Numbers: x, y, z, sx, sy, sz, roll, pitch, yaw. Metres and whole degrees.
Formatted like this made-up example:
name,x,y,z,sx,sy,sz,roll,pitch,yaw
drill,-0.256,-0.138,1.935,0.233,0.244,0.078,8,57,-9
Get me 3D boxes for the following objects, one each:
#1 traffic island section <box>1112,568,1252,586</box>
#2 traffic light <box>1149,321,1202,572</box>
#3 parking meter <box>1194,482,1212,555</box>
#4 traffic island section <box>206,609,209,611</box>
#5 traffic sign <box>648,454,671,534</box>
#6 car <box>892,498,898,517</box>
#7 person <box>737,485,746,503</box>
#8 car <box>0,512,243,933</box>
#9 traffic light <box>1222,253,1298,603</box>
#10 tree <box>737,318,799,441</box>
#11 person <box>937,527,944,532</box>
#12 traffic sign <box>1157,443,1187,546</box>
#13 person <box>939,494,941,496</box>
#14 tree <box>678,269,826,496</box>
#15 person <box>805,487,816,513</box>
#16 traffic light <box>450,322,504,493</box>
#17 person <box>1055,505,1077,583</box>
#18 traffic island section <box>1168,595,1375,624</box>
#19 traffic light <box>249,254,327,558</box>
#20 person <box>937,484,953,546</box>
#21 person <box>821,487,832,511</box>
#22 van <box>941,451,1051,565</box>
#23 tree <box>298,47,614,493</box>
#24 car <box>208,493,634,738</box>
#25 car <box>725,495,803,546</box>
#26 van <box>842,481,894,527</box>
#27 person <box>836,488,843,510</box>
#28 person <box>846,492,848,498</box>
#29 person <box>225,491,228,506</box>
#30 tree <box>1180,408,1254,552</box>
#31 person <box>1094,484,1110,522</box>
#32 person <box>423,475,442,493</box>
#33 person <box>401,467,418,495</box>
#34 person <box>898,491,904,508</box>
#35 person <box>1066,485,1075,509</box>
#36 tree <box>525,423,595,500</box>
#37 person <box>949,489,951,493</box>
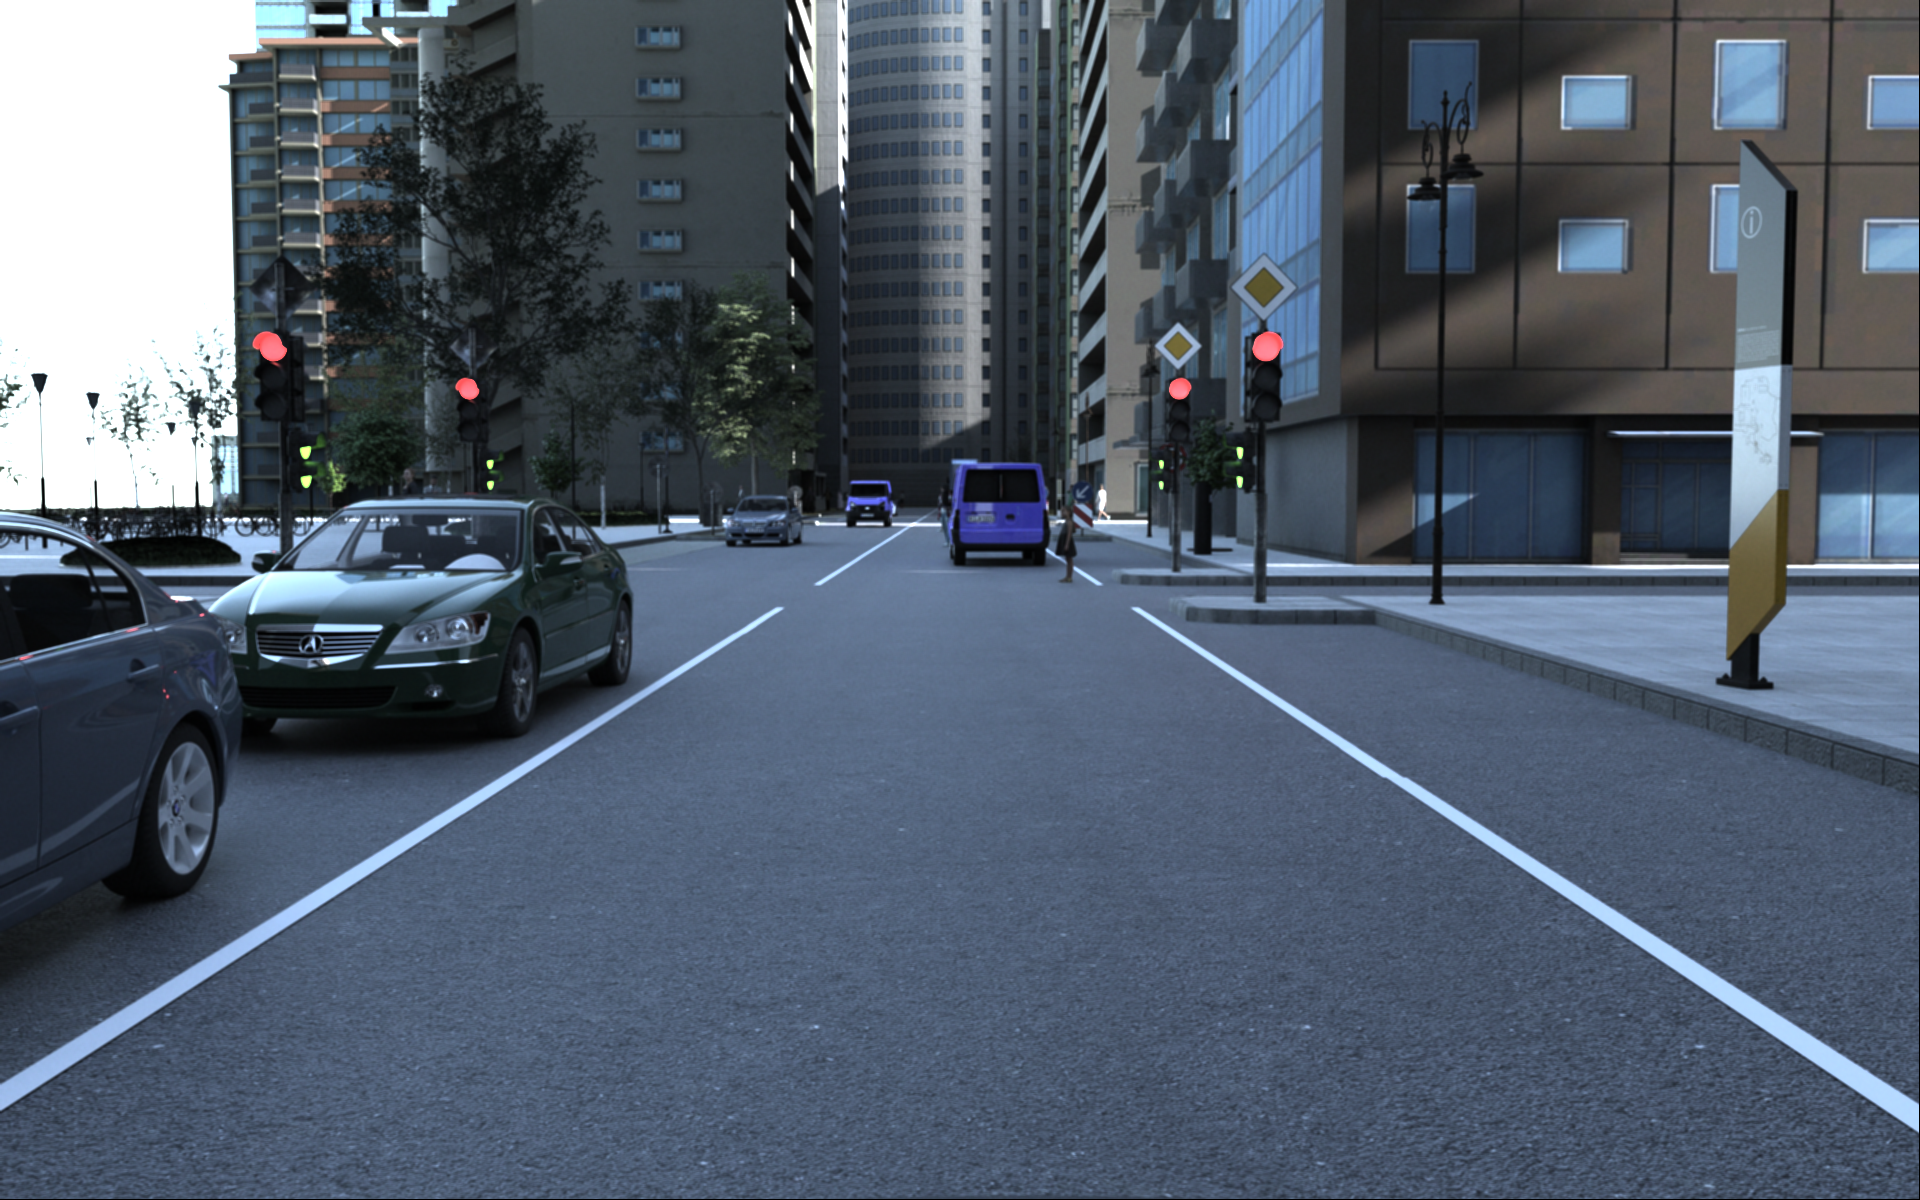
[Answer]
name,x,y,z,sx,sy,sz,roll,pitch,yaw
traffic island section,3.574,-0.379,28.474,2.009,0.180,2.903,0,3,0
traffic light,3.534,-2.412,28.360,0.839,4.253,0.868,0,3,0
parking meter,5.143,-1.728,36.659,0.372,1.533,0.369,0,3,0
traffic island section,-7.973,0.109,20.502,2.009,0.180,2.903,0,3,0
traffic sign,-9.630,-3.387,55.485,0.768,2.556,0.104,0,4,7
car,-4.933,-6.080,111.407,2.014,1.417,4.499,0,4,1
person,-12.472,-5.641,98.664,0.834,1.777,0.661,-3,4,-37
car,-3.598,0.433,4.920,2.014,1.417,4.499,0,4,-1
traffic light,3.528,-1.924,20.375,0.839,4.253,0.868,0,3,0
tree,-11.011,-8.549,74.192,8.767,10.594,7.601,0,3,0
person,-0.501,-3.477,66.106,0.760,1.731,0.466,-1,4,-21
traffic sign,5.254,-2.627,43.058,0.768,2.556,0.104,0,4,0
person,-1.477,-7.922,139.499,0.415,1.643,0.593,2,4,32
tree,-10.853,-10.398,88.131,7.486,12.596,7.792,0,3,0
person,-9.924,-6.649,115.307,0.434,1.755,0.990,3,5,42
traffic light,-7.928,-2.412,28.353,0.839,4.253,0.868,0,3,0
person,1.707,-0.907,28.005,0.373,1.253,0.362,0,4,-7
traffic island section,3.568,0.110,20.489,2.009,0.180,2.903,0,3,0
traffic light,-7.933,-1.923,20.368,0.839,4.253,0.868,0,3,0
person,-0.353,-2.347,47.717,0.563,1.720,0.643,3,5,40
person,-10.087,-7.684,131.767,0.705,1.812,1.348,-3,5,-40
van,0.750,-1.963,36.487,2.240,2.365,5.245,0,4,-1
tree,-10.545,-6.294,37.322,8.767,10.594,7.601,1,4,18
car,-3.459,0.005,11.717,2.131,1.459,4.920,0,4,1
car,-5.493,-2.262,48.988,2.014,1.417,4.499,0,4,2
van,-4.004,-4.427,76.770,2.240,2.365,5.245,0,4,-1
person,-9.625,-8.093,139.037,0.621,1.740,0.551,2,4,31
person,-9.708,-8.727,151.914,0.799,1.438,0.628,1,4,12
person,-78.055,-10.687,184.176,0.436,1.711,0.756,-2,4,-24
tree,5.612,-2.707,38.862,1.663,3.219,1.824,0,3,0
person,6.470,-4.407,78.845,0.760,1.731,0.466,1,4,18
person,-14.478,-2.530,47.584,0.511,1.800,0.466,-2,4,-26
person,-10.134,-1.566,32.065,0.576,1.772,0.534,3,4,37
person,-6.037,-10.337,178.301,0.721,1.735,1.217,-2,4,-32
person,6.120,-5.407,94.690,0.529,1.795,0.600,-1,4,-20
tree,-11.043,-3.205,47.010,1.663,3.219,1.824,0,3,0
person,-0.657,-6.613,117.070,0.568,1.767,0.683,1,4,18
